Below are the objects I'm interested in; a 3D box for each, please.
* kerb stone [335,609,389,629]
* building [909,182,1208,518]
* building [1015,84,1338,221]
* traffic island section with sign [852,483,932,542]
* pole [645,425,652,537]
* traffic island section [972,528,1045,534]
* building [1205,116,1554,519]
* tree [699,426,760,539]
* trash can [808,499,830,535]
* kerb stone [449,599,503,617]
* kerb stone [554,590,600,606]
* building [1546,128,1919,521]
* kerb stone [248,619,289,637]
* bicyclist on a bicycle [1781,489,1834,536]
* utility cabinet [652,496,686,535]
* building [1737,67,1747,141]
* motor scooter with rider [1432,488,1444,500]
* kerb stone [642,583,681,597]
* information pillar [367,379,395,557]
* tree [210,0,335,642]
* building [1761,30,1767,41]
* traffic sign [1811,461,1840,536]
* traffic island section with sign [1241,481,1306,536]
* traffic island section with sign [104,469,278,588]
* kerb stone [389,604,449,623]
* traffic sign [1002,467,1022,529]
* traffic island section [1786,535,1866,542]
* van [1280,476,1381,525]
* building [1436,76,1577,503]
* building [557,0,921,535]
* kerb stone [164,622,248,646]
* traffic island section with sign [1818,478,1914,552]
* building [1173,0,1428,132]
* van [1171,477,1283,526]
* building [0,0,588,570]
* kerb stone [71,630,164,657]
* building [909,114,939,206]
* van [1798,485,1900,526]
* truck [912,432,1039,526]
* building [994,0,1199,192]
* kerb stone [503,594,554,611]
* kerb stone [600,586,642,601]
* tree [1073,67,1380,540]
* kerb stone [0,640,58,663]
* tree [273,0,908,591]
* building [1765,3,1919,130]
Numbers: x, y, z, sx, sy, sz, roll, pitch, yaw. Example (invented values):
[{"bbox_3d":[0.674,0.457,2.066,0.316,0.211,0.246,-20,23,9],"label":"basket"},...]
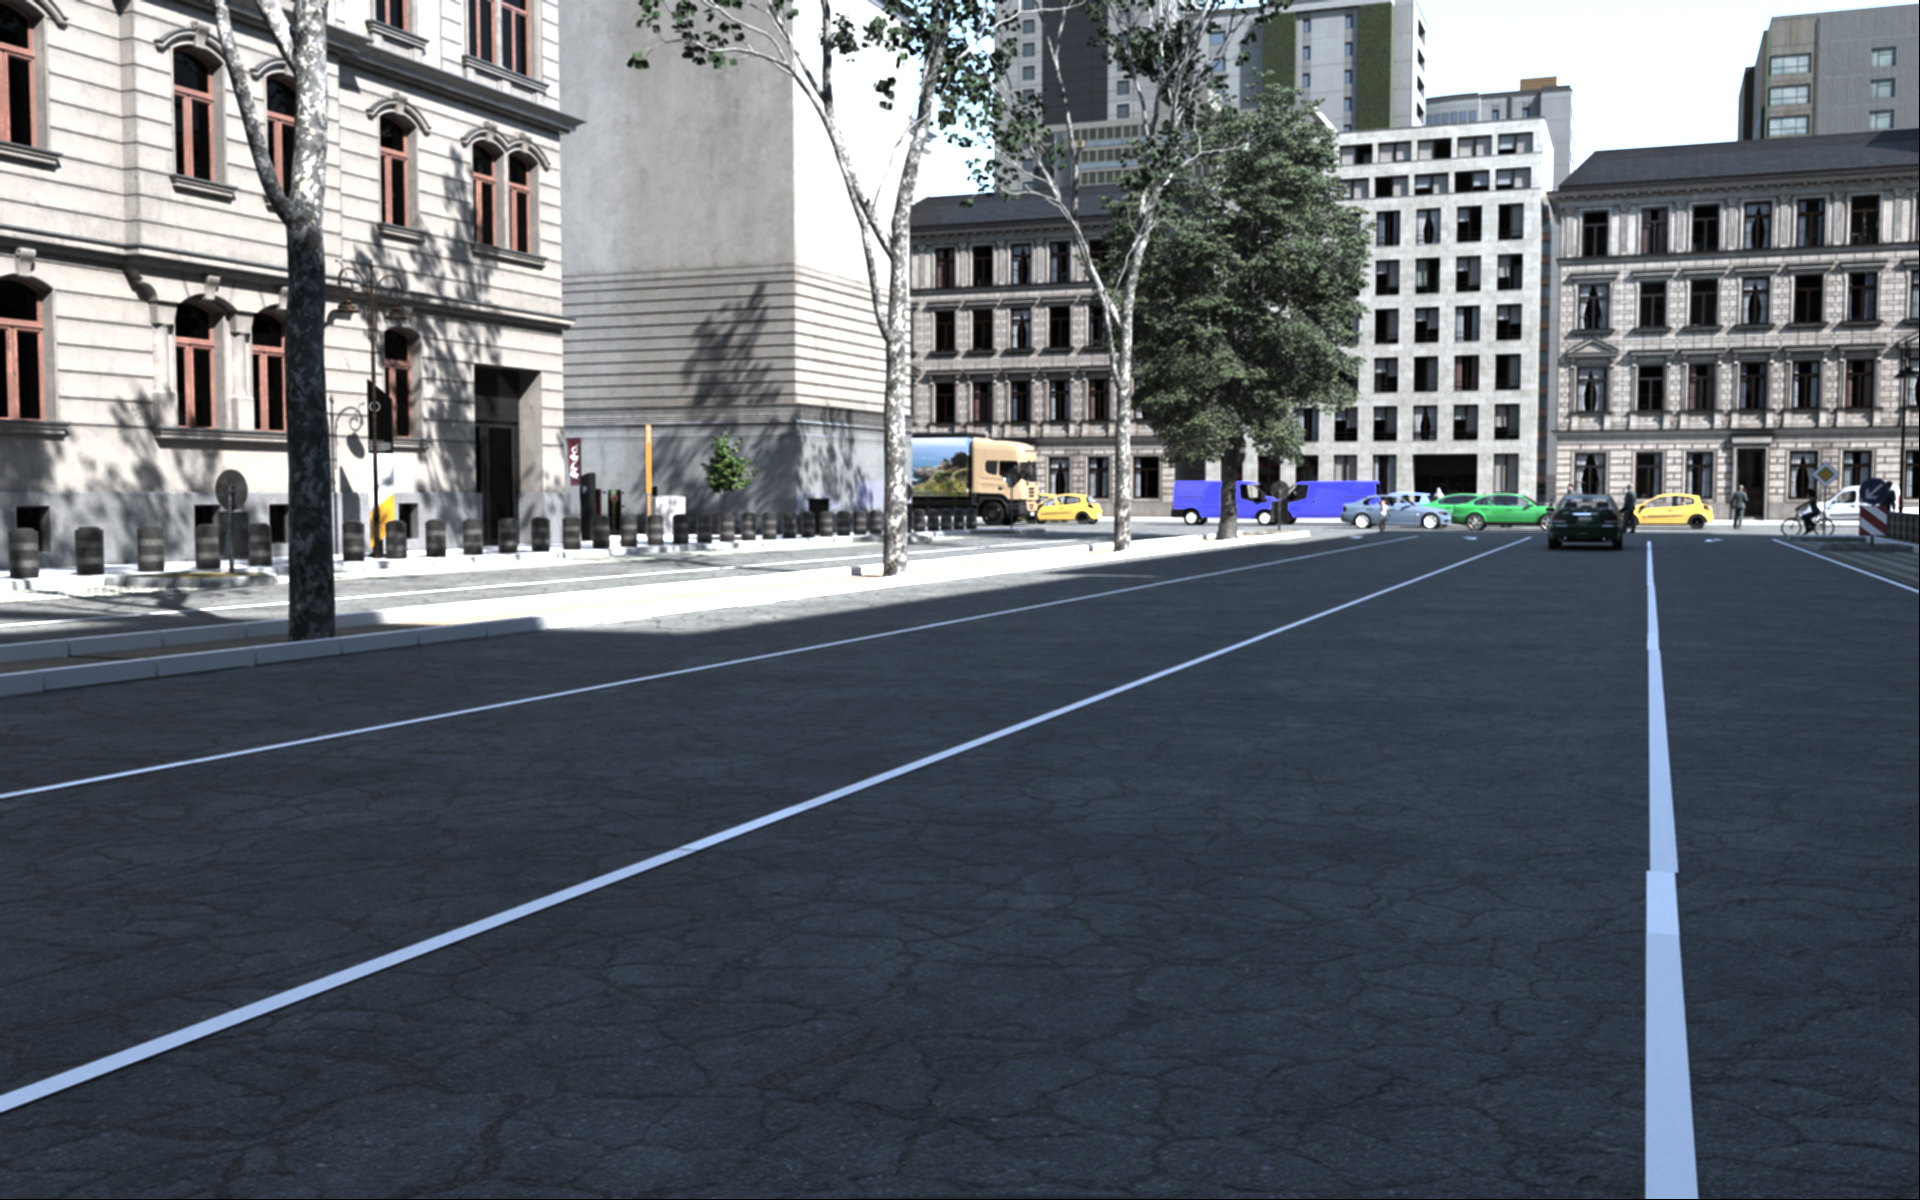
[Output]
[{"bbox_3d":[-6.541,0.220,18.600,0.120,0.150,1.000,1,4,22],"label":"kerb stone"},{"bbox_3d":[5.085,-14.502,101.737,19.286,19.102,10.561,1,4,22],"label":"building"},{"bbox_3d":[23.924,-29.162,168.674,32.217,40.220,23.993,1,4,22],"label":"building"},{"bbox_3d":[-1.947,-2.678,52.411,1.989,1.847,2.006,1,4,22],"label":"traffic island section with sign"},{"bbox_3d":[-9.216,-3.511,51.254,0.158,3.312,0.155,0,3,0],"label":"pole"},{"bbox_3d":[1.854,-2.485,62.906,2.009,0.180,2.903,1,4,22],"label":"traffic island section"},{"bbox_3d":[22.882,-14.637,94.062,16.860,20.320,10.420,1,4,22],"label":"building"},{"bbox_3d":[-6.718,-3.348,49.333,1.663,3.219,1.824,0,3,0],"label":"tree"},{"bbox_3d":[-4.407,-2.597,54.109,0.748,1.137,0.748,0,3,0],"label":"trash can"},{"bbox_3d":[-5.799,0.102,20.524,0.120,0.150,1.000,1,4,22],"label":"kerb stone"},{"bbox_3d":[-5.030,-0.015,22.438,0.120,0.150,1.000,1,4,22],"label":"kerb stone"},{"bbox_3d":[40.013,-13.647,87.761,19.286,19.102,10.561,1,4,22],"label":"building"},{"bbox_3d":[-6.934,0.278,17.651,0.120,0.150,1.000,1,4,22],"label":"kerb stone"},{"bbox_3d":[28.234,-2.914,57.664,1.625,1.676,1.499,1,4,20],"label":"bicyclist on a bicycle"},{"bbox_3d":[-9.179,-2.662,54.682,1.020,1.237,0.306,-2,4,-32],"label":"utility cabinet"},{"bbox_3d":[86.371,-32.159,175.912,14.600,45.320,14.200,1,4,22],"label":"building"},{"bbox_3d":[22.761,-4.470,82.054,0.876,1.779,1.986,1,4,22],"label":"motor scooter with rider"},{"bbox_3d":[-4.276,-0.132,24.355,0.120,0.150,1.000,1,4,22],"label":"kerb stone"},{"bbox_3d":[-11.807,-2.687,35.291,0.504,3.616,0.183,-1,4,-11],"label":"information pillar"},{"bbox_3d":[-7.030,-9.718,17.243,12.611,20.169,13.585,0,3,0],"label":"tree"},{"bbox_3d":[81.917,-31.334,162.428,14.600,45.320,14.200,1,4,22],"label":"building"},{"bbox_3d":[26.504,-3.024,53.079,0.795,2.450,0.064,1,4,22],"label":"traffic sign"},{"bbox_3d":[10.869,-3.148,59.598,2.006,1.907,1.989,1,4,22],"label":"traffic island section with sign"},{"bbox_3d":[-11.934,-1.138,27.242,1.989,1.847,2.006,1,4,22],"label":"traffic island section with sign"},{"bbox_3d":[-6.176,0.161,19.566,0.120,0.150,1.000,1,4,22],"label":"kerb stone"},{"bbox_3d":[1.879,-3.620,62.835,0.795,2.450,0.064,1,4,22],"label":"traffic sign"},{"bbox_3d":[26.529,-1.888,53.147,2.009,0.180,2.903,1,4,22],"label":"traffic island section"},{"bbox_3d":[17.091,-4.710,81.392,5.245,2.365,2.240,1,4,21],"label":"van"},{"bbox_3d":[73.752,-43.370,251.099,28.212,58.520,21.231,1,4,22],"label":"building"},{"bbox_3d":[-11.701,-12.986,61.476,18.267,20.994,9.793,1,4,22],"label":"building"},{"bbox_3d":[-7.312,0.337,16.691,0.120,0.150,1.000,1,4,22],"label":"kerb stone"},{"bbox_3d":[22.762,-2.137,43.567,1.989,1.847,2.006,1,4,22],"label":"traffic island section with sign"},{"bbox_3d":[39.926,-40.562,205.185,28.212,58.520,21.231,1,4,22],"label":"building"},{"bbox_3d":[12.496,-4.623,79.971,5.245,2.365,2.240,1,4,20],"label":"van"},{"bbox_3d":[-19.887,-15.186,35.688,14.401,28.519,23.554,1,4,22],"label":"building"},{"bbox_3d":[-7.697,0.396,15.729,0.120,0.150,1.000,1,4,22],"label":"kerb stone"},{"bbox_3d":[-13.190,-19.832,110.160,20.117,28.700,13.634,1,4,22],"label":"building"},{"bbox_3d":[39.580,-4.282,77.028,4.112,2.044,2.013,1,4,23],"label":"van"},{"bbox_3d":[-1.338,-5.608,80.602,11.283,4.237,2.839,1,4,20],"label":"truck"},{"bbox_3d":[17.310,-47.445,213.973,20.611,71.187,20.563,1,4,22],"label":"building"},{"bbox_3d":[-5.410,0.044,21.474,0.120,0.150,1.000,1,4,22],"label":"kerb stone"},{"bbox_3d":[-4.657,-0.069,23.395,0.120,0.150,1.000,1,4,22],"label":"kerb stone"},{"bbox_3d":[8.281,-8.812,53.187,9.857,13.997,8.962,0,3,0],"label":"tree"},{"bbox_3d":[-8.079,0.454,14.776,0.120,0.150,1.000,1,4,22],"label":"kerb stone"},{"bbox_3d":[-1.912,-10.498,29.993,12.611,20.169,13.585,0,3,0],"label":"tree"},{"bbox_3d":[76.685,-28.492,149.438,14.154,41.232,14.086,1,4,22],"label":"building"}]
